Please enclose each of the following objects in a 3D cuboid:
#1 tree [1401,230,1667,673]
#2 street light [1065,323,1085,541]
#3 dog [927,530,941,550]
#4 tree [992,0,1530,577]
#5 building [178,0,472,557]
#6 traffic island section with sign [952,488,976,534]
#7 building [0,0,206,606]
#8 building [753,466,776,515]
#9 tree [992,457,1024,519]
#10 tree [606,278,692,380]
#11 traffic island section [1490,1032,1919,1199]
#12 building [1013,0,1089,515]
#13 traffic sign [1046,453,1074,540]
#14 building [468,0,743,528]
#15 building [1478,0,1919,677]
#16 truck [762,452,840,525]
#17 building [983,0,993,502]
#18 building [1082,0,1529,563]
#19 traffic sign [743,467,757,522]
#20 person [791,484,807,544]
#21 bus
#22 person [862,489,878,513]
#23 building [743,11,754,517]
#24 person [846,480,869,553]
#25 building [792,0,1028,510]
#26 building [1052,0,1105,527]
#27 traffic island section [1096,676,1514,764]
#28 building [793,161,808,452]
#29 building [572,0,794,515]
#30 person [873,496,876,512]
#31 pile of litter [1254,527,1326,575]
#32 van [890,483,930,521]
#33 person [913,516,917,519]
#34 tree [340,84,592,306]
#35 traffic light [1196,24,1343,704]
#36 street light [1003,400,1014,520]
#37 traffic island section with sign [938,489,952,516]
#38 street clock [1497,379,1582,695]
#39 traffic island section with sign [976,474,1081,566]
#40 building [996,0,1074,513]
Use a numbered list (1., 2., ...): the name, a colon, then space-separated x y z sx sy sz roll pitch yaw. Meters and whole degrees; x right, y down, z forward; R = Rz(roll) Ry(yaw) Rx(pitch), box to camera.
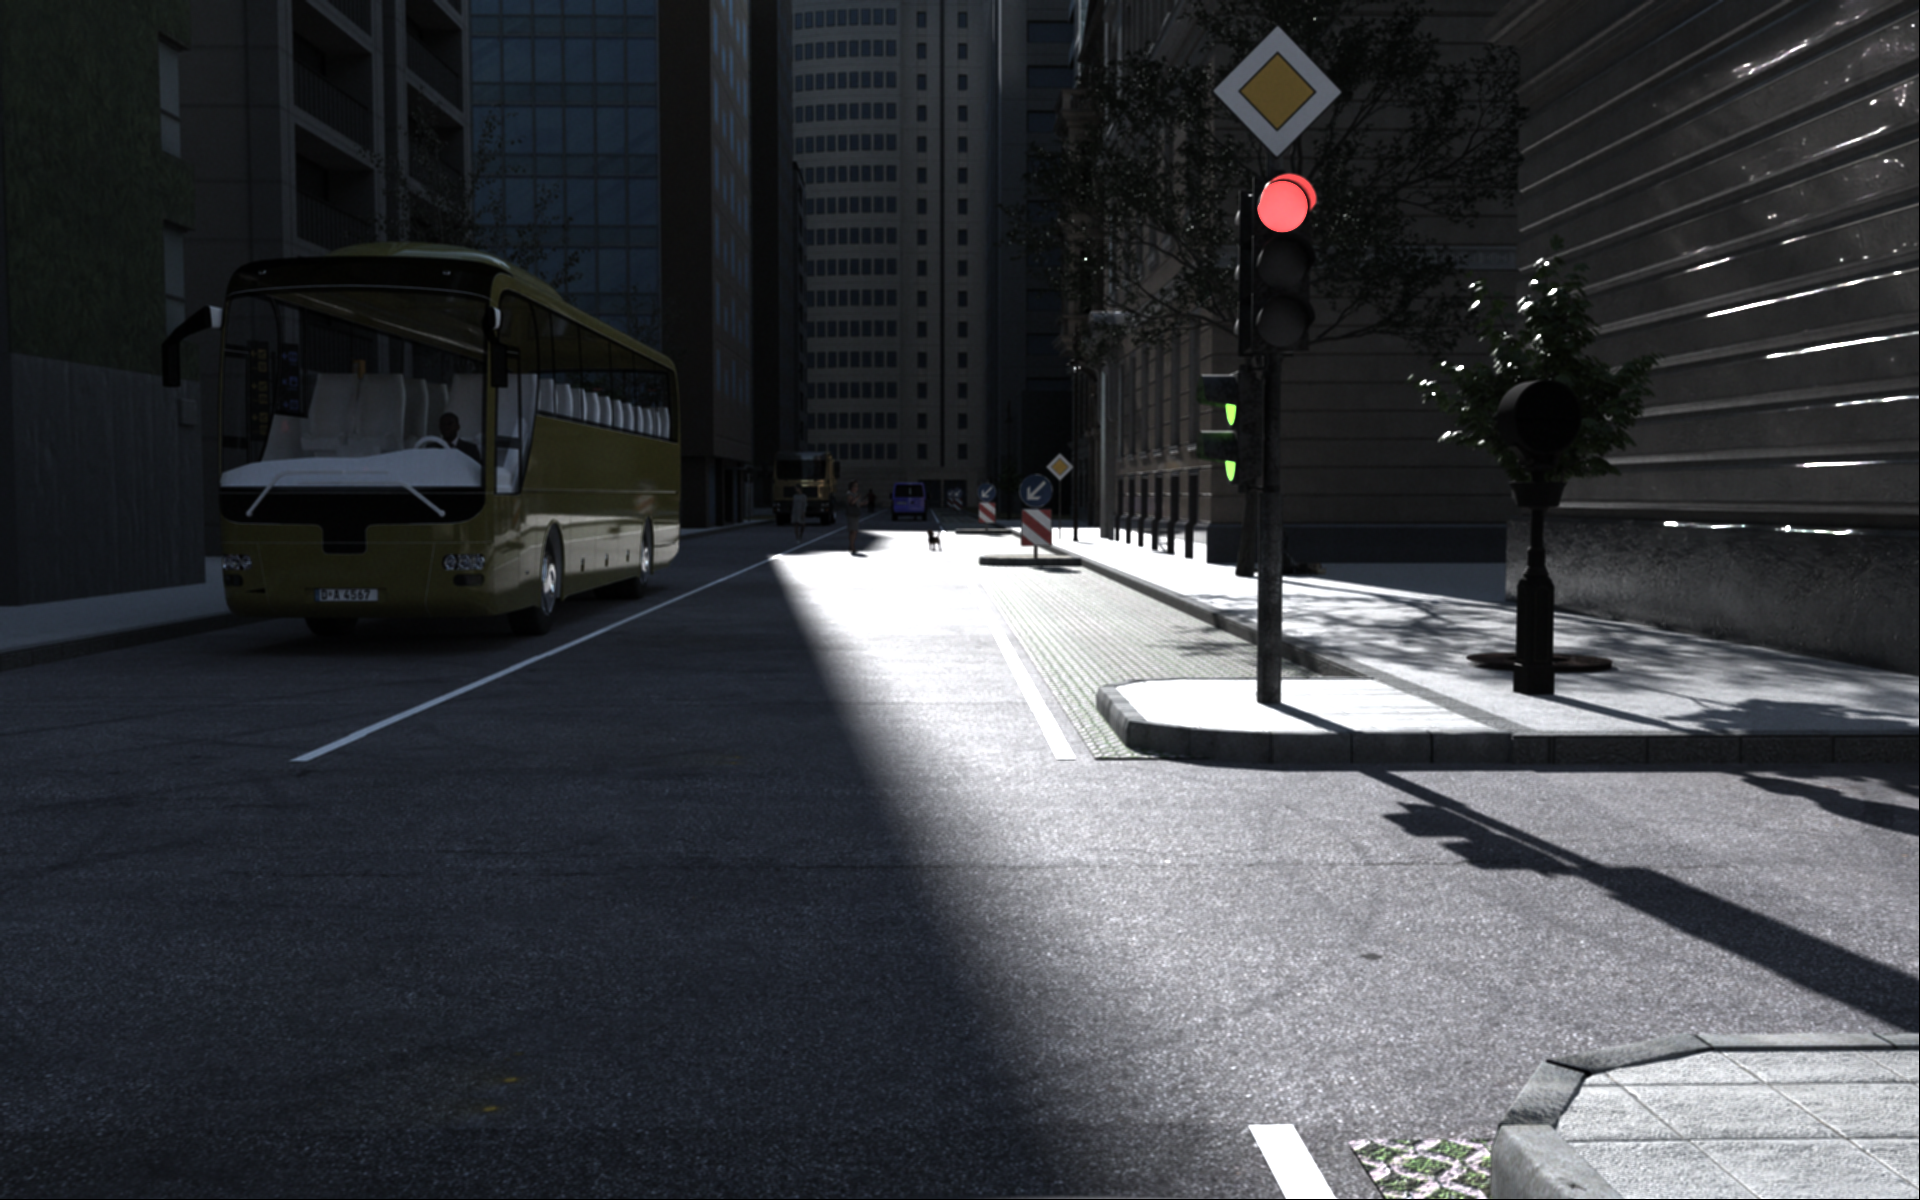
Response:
1. tree: 4.400 -1.109 12.742 1.663 3.219 1.824 0 3 0
2. street light: 3.144 -4.535 46.930 0.468 5.910 1.993 0 4 -1
3. dog: -0.669 -1.526 44.242 0.540 0.507 0.406 2 4 26
4. tree: 4.564 -5.626 26.402 8.767 10.594 7.601 -2 4 -23
5. building: -21.952 -37.018 43.491 20.563 71.187 20.611 0 4 -1
6. traffic island section with sign: 0.830 -3.277 62.200 1.989 1.847 2.006 0 4 -1
7. building: -17.736 -20.374 16.708 14.154 41.232 14.086 0 4 -1
8. building: -27.208 -25.618 110.743 32.217 40.220 23.993 0 4 -1
9. tree: 2.445 -5.739 88.431 1.663 3.219 1.824 0 3 0
10. tree: -11.084 -6.628 58.733 4.360 8.622 3.978 0 3 0
11. traffic island section: 2.093 1.199 2.675 2.009 0.180 2.903 0 4 -1
12. building: 15.107 -48.208 100.865 22.319 86.520 31.000 0 4 -1
13. traffic sign: 2.790 -2.888 48.396 0.795 2.450 0.064 0 4 4
14. building: -16.160 -25.667 69.768 14.600 45.320 14.200 0 4 -1
15. building: 15.890 -11.415 15.521 19.941 23.489 11.050 0 4 -1
16. truck: -7.232 -5.213 81.162 3.469 3.379 9.791 0 4 -2
17. building: 9.448 -30.782 153.398 14.600 45.320 14.200 0 4 -1
18. building: 10.579 -15.606 41.070 13.634 28.700 20.117 0 4 -1
19. traffic sign: -9.850 -4.939 80.855 0.768 2.556 0.104 1 4 8
20. person: -4.674 -2.501 50.134 0.466 1.731 0.760 -1 4 -10
21. bus: -5.451 -1.788 20.779 2.896 3.916 12.252 0 4 -1
22. person: -6.831 -7.554 131.950 1.348 1.831 0.705 -2 4 -28
23. building: -18.803 -19.602 92.201 14.160 30.474 14.107 0 4 -1
24. person: -2.563 -2.057 42.495 0.532 1.782 0.716 1 4 16
25. building: -7.950 -38.991 179.501 28.212 58.520 21.231 0 4 -1
26. building: 11.010 -15.260 68.578 14.460 24.649 34.723 0 4 -1
27. traffic island section: 1.922 0.711 10.658 2.009 0.180 2.903 0 4 -1
28. building: -20.654 -23.316 152.914 14.107 30.474 14.160 0 4 -1
29. building: -19.953 -29.341 129.835 14.600 45.320 14.200 0 4 -1
30. person: -7.089 -7.905 141.009 0.557 1.426 1.065 2 4 34
31. pile of litter: 5.326 -0.871 28.203 1.176 0.858 1.719 0 4 -2
32. van: -2.735 -5.481 93.994 2.240 2.365 5.245 0 4 -1
33. person: -2.632 -5.252 97.608 0.697 1.427 0.421 1 4 20
34. tree: -9.166 -5.005 32.188 4.360 8.622 3.978 0 3 0
35. traffic light: 1.882 -1.322 10.543 0.839 4.253 0.868 0 4 -1
36. street light: 2.395 -6.864 85.018 0.468 5.910 1.993 0 4 -1
37. traffic island section with sign: -0.275 -6.391 113.119 1.989 1.847 2.006 0 4 -1
38. street clock: 3.695 -0.399 11.096 0.471 2.002 0.358 -1 4 -10
39. traffic island section with sign: 1.393 -1.628 35.251 1.989 1.847 2.006 0 4 -1
40. building: 12.974 -36.050 131.412 21.231 58.520 28.212 0 4 -1
